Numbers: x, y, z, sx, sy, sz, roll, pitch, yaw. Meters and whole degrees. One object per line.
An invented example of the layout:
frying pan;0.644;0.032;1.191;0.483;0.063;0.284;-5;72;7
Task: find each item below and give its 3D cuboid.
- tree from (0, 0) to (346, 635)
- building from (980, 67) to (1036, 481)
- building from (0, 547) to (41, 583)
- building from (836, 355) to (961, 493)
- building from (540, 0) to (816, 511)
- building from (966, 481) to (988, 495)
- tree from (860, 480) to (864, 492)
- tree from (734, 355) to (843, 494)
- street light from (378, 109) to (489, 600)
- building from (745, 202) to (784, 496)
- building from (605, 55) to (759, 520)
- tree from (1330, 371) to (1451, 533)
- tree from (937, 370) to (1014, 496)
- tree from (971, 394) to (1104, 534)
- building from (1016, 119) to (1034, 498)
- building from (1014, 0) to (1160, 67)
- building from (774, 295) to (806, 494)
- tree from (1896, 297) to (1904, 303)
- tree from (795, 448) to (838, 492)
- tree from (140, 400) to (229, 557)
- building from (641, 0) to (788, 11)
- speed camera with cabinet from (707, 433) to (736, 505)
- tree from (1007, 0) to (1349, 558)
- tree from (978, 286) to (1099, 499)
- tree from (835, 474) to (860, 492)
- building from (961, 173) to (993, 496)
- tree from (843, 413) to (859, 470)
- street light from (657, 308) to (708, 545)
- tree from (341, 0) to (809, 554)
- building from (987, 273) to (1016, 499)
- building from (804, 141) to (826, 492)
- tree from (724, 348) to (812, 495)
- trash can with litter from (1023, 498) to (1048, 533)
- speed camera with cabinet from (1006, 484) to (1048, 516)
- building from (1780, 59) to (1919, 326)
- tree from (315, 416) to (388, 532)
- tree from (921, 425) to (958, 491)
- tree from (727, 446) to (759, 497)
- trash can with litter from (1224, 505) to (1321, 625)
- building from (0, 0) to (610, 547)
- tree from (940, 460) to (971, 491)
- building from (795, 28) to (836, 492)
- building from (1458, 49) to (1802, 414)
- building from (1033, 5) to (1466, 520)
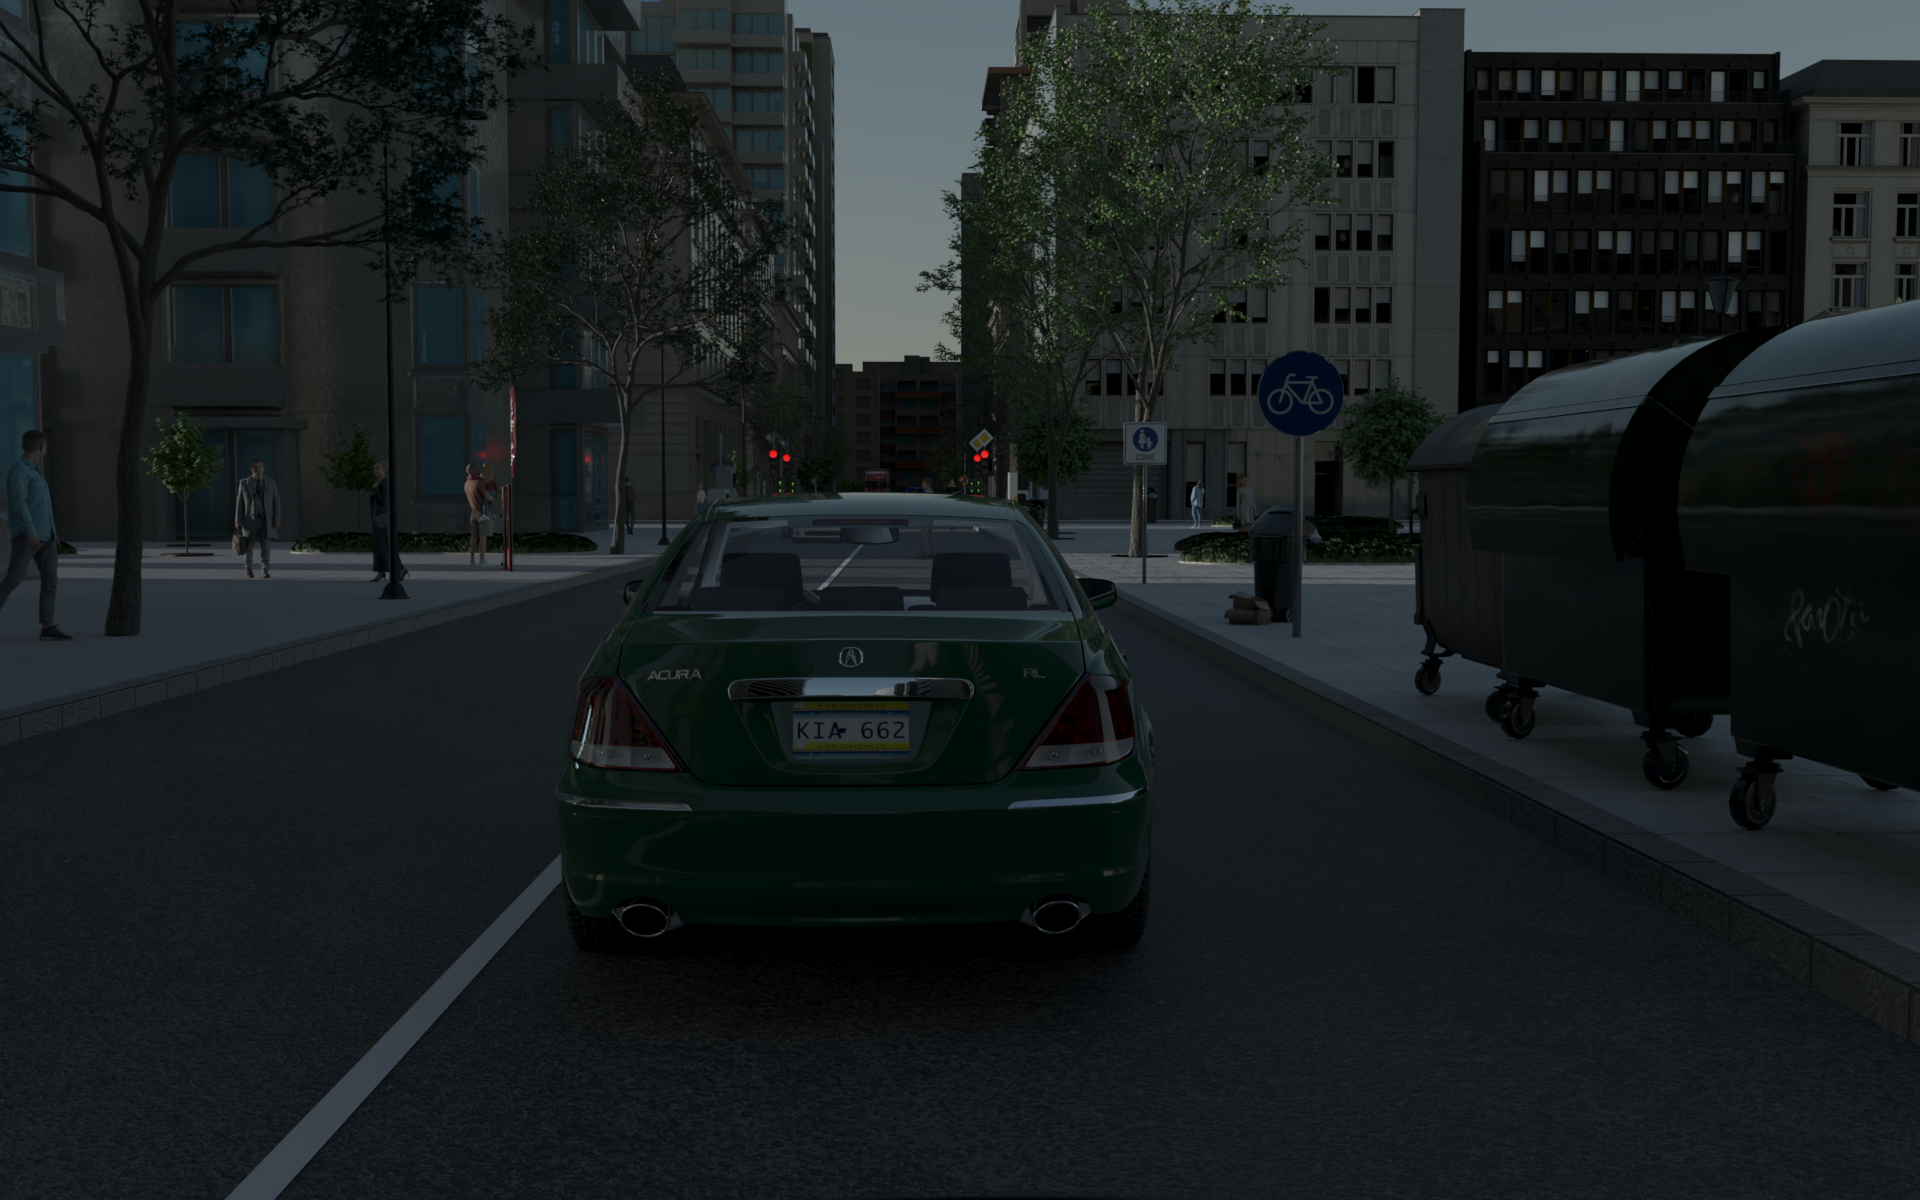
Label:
tree;-7.261;-4.951;15.363;7.601;10.594;8.767;0;4;4
building;13.314;-31.961;177.180;22.147;44.769;28.867;0;4;-2
building;-22.957;-23.970;11.515;23.786;49.044;30.456;0;4;-2
building;-6.299;-25.244;257.774;28.899;21.520;27.650;0;4;-2
building;-25.937;-33.783;171.953;23.786;49.044;30.456;0;4;-2
building;16.750;-31.311;203.811;32.217;40.220;23.993;0;4;-2
tree;-13.720;-13.910;222.023;1.663;3.219;1.824;0;3;0
tree;-9.537;-8.594;90.881;4.737;8.622;4.395;0;3;0
street light;-6.385;-2.966;21.036;1.470;5.913;1.316;0;4;-2
building;-18.905;-18.093;124.692;11.050;23.489;19.941;0;4;-2
building;-20.822;-16.258;99.109;16.112;22.955;30.059;0;4;-2
tree;11.548;-3.850;46.667;4.285;4.588;4.351;0;3;0
tree;1.097;-8.881;95.567;4.360;8.622;3.978;0;3;0
tree;2.986;-4.440;56.304;4.285;4.588;4.351;0;3;0
building;10.158;-17.815;109.292;12.078;24.808;19.932;0;4;-2
building;18.652;-49.865;253.543;20.611;71.187;20.563;0;4;-2
building;-18.706;-17.112;144.416;10.561;19.102;19.286;0;4;-2
tree;34.047;-6.753;60.779;4.737;8.622;4.395;0;3;0
tree;-10.095;-8.433;121.590;4.285;4.588;4.351;0;3;0
tree;-15.943;-2.518;35.773;1.663;3.219;1.824;0;3;0
building;-36.163;-57.478;252.434;31.000;86.520;22.319;0;4;-2
speed camera with cabinet;-7.681;-3.766;55.915;0.660;3.252;2.038;0;4;3
tree;3.804;-6.673;34.859;9.928;11.665;9.643;0;3;0
tree;2.764;-6.854;62.429;4.737;8.622;4.395;0;3;0
tree;-10.882;-10.380;164.316;1.663;3.219;1.824;0;3;0
building;7.079;-32.985;222.896;14.154;41.232;14.086;0;4;-2
tree;-10.628;-11.938;145.552;4.737;8.622;4.395;0;3;0
street light;-6.882;-4.328;43.308;1.470;5.913;1.316;0;4;-2
tree;-6.996;-6.249;36.590;7.601;10.594;8.767;1;4;13
building;7.869;-17.348;148.261;10.561;19.102;19.286;0;4;-2
building;-22.508;-31.250;194.530;14.154;41.232;14.086;0;4;-2
tree;-9.491;-8.292;85.944;4.360;8.622;3.978;0;3;0
trash can with litter;2.028;-2.158;46.677;0.624;1.170;1.055;1;4;15
speed camera with cabinet;3.036;-4.909;74.599;2.038;3.252;0.660;-1;4;-10
building;55.914;-15.921;93.587;30.059;22.955;16.112;0;4;-2
tree;-15.014;-2.977;43.271;1.663;3.219;1.824;0;3;0
tree;-1.823;-14.326;184.585;4.737;8.622;4.395;0;3;0
tree;-9.187;-4.625;70.227;1.663;3.219;1.824;0;3;0
trash can with litter;3.099;-0.358;17.244;0.624;1.170;1.055;3;4;37
building;-26.274;-26.638;55.136;30.456;49.044;23.786;0;4;-2
tree;-0.370;-10.805;160.379;4.285;4.588;4.351;0;3;0
building;-29.918;-41.340;217.903;28.212;58.520;21.231;0;4;-2
building;33.035;-15.980;90.948;15.834;23.373;12.332;0;4;-2
building;14.390;-16.665;90.488;19.932;24.808;12.078;0;4;-2
